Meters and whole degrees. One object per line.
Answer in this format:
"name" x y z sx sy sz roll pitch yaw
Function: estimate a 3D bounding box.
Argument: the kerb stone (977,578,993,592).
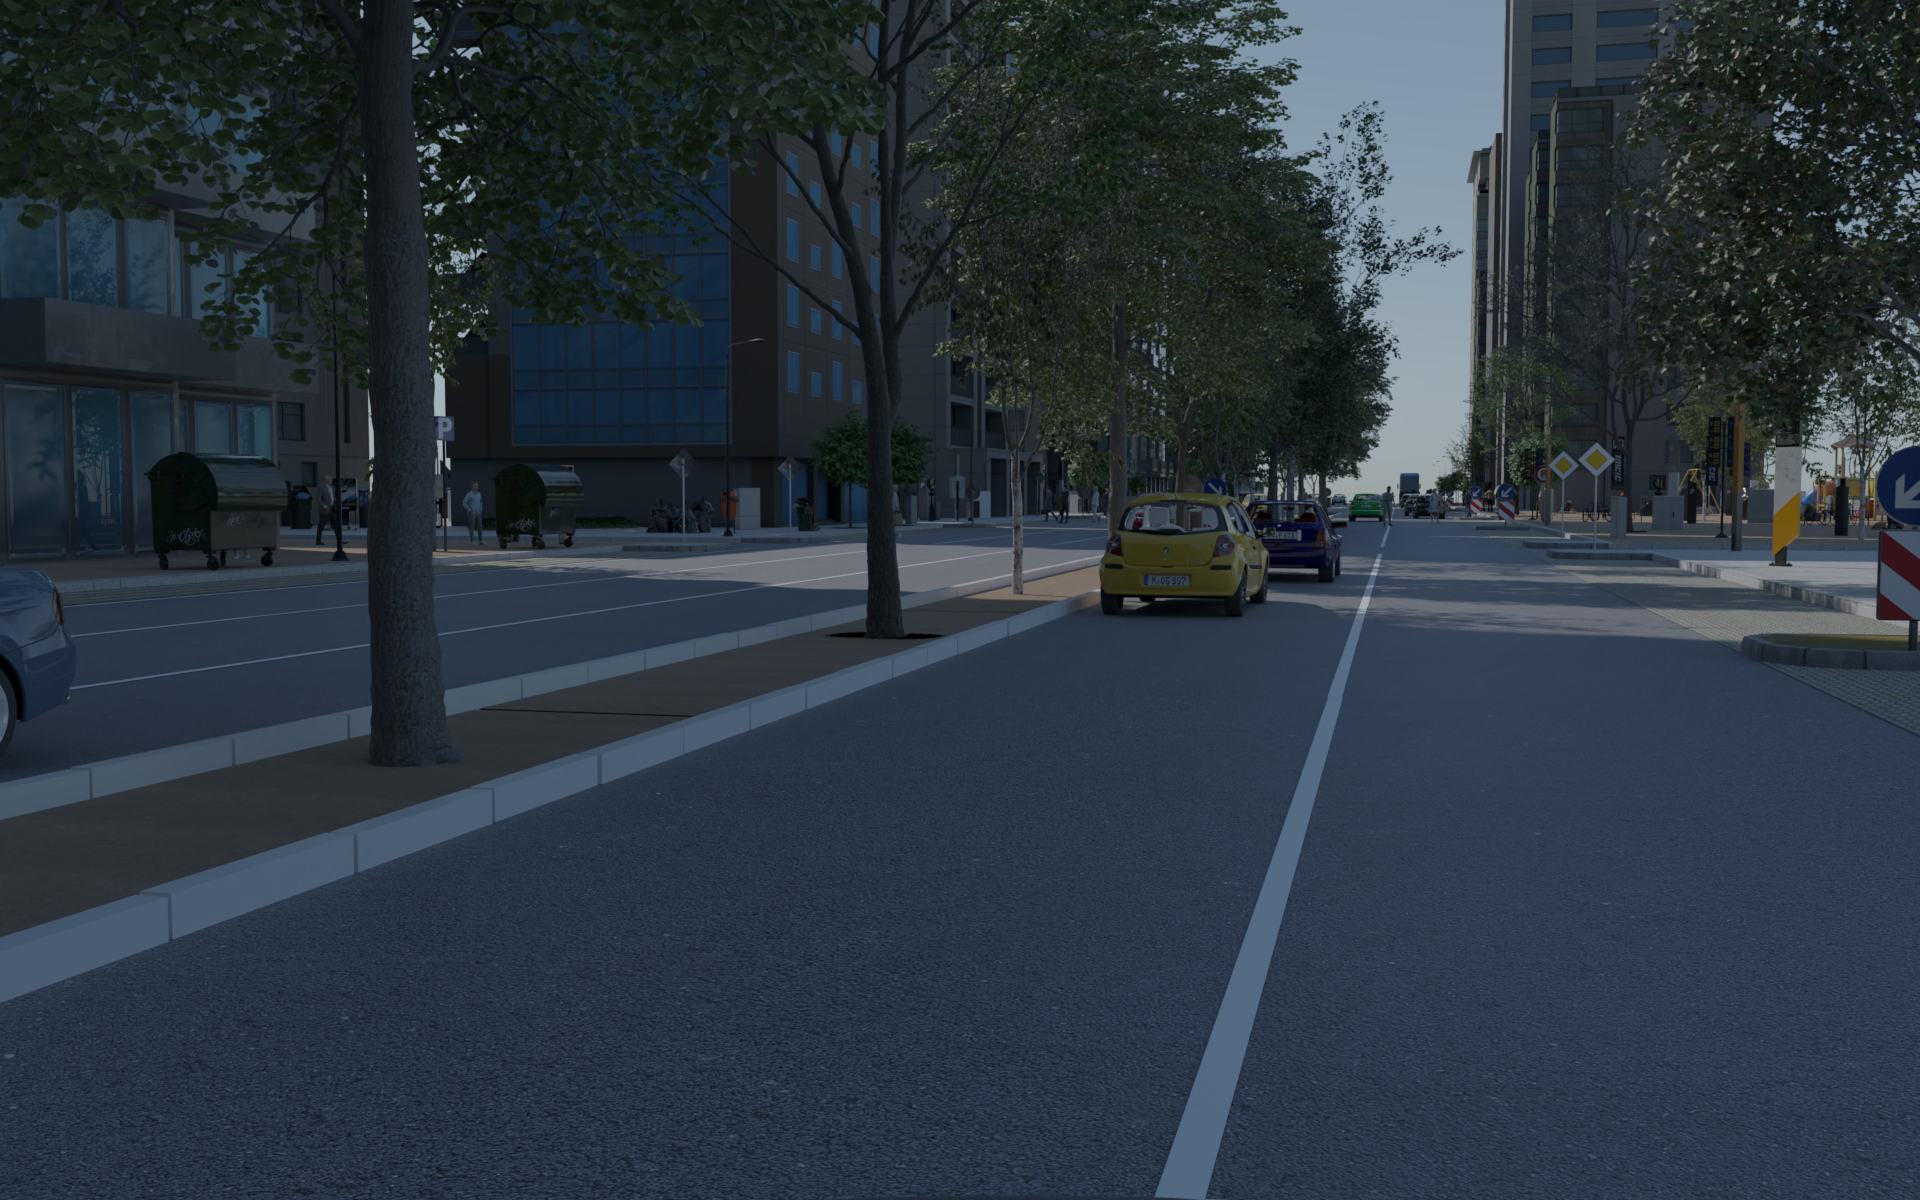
"kerb stone" 0.281 -0.200 25.471 0.120 0.150 1.000 1 4 14

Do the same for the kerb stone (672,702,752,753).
"kerb stone" -1.459 0.744 10.043 0.120 0.150 1.000 1 4 14

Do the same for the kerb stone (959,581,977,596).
"kerb stone" 0.032 -0.140 24.479 0.120 0.150 1.000 1 4 14

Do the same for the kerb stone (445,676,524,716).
"kerb stone" -3.233 0.650 11.570 0.120 0.150 1.000 1 4 14

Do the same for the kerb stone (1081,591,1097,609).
"kerb stone" 1.557 0.015 21.947 0.120 0.150 1.000 1 4 14

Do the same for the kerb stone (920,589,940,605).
"kerb stone" -0.475 -0.018 22.497 0.120 0.150 1.000 1 4 14

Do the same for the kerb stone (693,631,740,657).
"kerb stone" -2.237 0.409 15.540 0.120 0.150 1.000 1 4 14

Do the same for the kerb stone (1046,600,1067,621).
"kerb stone" 1.056 0.136 19.964 0.120 0.150 1.000 1 4 14

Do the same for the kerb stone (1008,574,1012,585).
"kerb stone" 0.786 -0.322 27.463 0.120 0.150 1.000 1 4 14

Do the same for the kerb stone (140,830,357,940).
"kerb stone" -2.467 0.987 6.064 0.120 0.150 1.000 1 4 14

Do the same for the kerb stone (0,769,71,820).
"kerb stone" -4.240 0.898 7.607 0.120 0.150 1.000 1 4 14

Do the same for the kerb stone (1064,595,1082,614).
"kerb stone" 1.303 0.076 20.956 0.120 0.150 1.000 1 4 14

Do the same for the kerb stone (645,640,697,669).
"kerb stone" -2.483 0.471 14.544 0.120 0.150 1.000 1 4 14

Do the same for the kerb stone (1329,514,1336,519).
"kerb stone" 22.590 -5.064 104.986 0.120 0.150 1.000 1 4 14

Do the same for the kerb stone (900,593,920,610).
"kerb stone" -0.722 0.042 21.505 0.120 0.150 1.000 1 4 14

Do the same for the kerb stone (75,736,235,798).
"kerb stone" -3.992 0.832 8.598 0.120 0.150 1.000 1 4 14

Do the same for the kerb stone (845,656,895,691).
"kerb stone" -0.710 0.561 13.021 0.120 0.150 1.000 1 4 14

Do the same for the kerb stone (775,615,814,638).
"kerb stone" -1.728 0.286 17.528 0.120 0.150 1.000 1 4 14

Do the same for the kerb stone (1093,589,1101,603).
"kerb stone" 1.807 -0.046 22.942 0.120 0.150 1.000 1 4 14

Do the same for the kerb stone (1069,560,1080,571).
"kerb stone" 2.050 -0.626 32.429 0.120 0.150 1.000 1 4 14

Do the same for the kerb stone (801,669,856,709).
"kerb stone" -0.952 0.625 12.024 0.120 0.150 1.000 1 4 14

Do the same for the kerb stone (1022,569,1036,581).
"kerb stone" 1.041 -0.383 28.453 0.120 0.150 1.000 1 4 14

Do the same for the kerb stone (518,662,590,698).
"kerb stone" -2.982 0.589 12.561 0.120 0.150 1.000 1 4 14

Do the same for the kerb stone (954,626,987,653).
"kerb stone" 0.050 0.379 15.993 0.120 0.150 1.000 1 4 14

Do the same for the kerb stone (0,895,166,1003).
"kerb stone" -2.714 1.053 5.072 0.120 0.150 1.000 1 4 14

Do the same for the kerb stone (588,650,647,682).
"kerb stone" -2.737 0.533 13.554 0.120 0.150 1.000 1 4 14

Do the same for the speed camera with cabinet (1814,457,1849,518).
"speed camera with cabinet" 46.153 -5.972 91.981 0.660 3.252 2.038 -3 4 -36

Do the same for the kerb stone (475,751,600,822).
"kerb stone" -1.965 0.865 8.056 0.120 0.150 1.000 1 4 14

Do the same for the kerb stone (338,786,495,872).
"kerb stone" -2.214 0.928 7.054 0.120 0.150 1.000 1 4 14

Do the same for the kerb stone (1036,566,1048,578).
"kerb stone" 1.291 -0.443 29.446 0.120 0.150 1.000 1 4 14

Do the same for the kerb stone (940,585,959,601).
"kerb stone" -0.224 -0.079 23.488 0.120 0.150 1.000 1 4 14

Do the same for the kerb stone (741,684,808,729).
"kerb stone" -1.208 0.683 11.034 0.120 0.150 1.000 1 4 14

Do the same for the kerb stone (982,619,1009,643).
"kerb stone" 0.293 0.319 16.986 0.120 0.150 1.000 1 4 14

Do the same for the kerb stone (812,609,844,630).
"kerb stone" -1.477 0.225 18.523 0.120 0.150 1.000 1 4 14

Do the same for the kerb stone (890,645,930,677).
"kerb stone" -0.455 0.507 14.012 0.120 0.150 1.000 1 4 14

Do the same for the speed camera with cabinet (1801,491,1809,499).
"speed camera with cabinet" 43.912 -5.933 91.336 2.038 3.252 0.660 -3 5 -41

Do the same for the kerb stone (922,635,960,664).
"kerb stone" -0.206 0.441 15.003 0.120 0.150 1.000 1 4 14

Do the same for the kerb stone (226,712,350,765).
"kerb stone" -3.738 0.771 9.588 0.120 0.150 1.000 1 4 14

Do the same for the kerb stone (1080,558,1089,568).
"kerb stone" 2.292 -0.687 33.422 0.120 0.150 1.000 1 4 14

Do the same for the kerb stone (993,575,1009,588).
"kerb stone" 0.538 -0.261 26.469 0.120 0.150 1.000 1 4 14

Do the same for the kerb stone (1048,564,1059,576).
"kerb stone" 1.542 -0.504 30.439 0.120 0.150 1.000 1 4 14

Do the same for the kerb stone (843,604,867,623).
"kerb stone" -1.228 0.164 19.515 0.120 0.150 1.000 1 4 14

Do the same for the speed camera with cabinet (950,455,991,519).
"speed camera with cabinet" 0.518 -5.757 88.463 2.038 3.252 0.660 -1 4 -15

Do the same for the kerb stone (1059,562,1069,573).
"kerb stone" 1.789 -0.559 31.431 0.120 0.150 1.000 1 4 14

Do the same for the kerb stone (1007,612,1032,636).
"kerb stone" 0.561 0.263 17.975 0.120 0.150 1.000 1 4 14

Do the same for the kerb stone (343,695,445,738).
"kerb stone" -3.486 0.710 10.579 0.120 0.150 1.000 1 4 14

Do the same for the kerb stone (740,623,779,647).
"kerb stone" -1.979 0.357 16.530 0.120 0.150 1.000 1 4 14

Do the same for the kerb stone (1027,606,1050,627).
"kerb stone" 0.805 0.197 18.969 0.120 0.150 1.000 1 4 14

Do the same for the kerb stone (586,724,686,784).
"kerb stone" -1.703 0.804 9.050 0.120 0.150 1.000 1 4 14
